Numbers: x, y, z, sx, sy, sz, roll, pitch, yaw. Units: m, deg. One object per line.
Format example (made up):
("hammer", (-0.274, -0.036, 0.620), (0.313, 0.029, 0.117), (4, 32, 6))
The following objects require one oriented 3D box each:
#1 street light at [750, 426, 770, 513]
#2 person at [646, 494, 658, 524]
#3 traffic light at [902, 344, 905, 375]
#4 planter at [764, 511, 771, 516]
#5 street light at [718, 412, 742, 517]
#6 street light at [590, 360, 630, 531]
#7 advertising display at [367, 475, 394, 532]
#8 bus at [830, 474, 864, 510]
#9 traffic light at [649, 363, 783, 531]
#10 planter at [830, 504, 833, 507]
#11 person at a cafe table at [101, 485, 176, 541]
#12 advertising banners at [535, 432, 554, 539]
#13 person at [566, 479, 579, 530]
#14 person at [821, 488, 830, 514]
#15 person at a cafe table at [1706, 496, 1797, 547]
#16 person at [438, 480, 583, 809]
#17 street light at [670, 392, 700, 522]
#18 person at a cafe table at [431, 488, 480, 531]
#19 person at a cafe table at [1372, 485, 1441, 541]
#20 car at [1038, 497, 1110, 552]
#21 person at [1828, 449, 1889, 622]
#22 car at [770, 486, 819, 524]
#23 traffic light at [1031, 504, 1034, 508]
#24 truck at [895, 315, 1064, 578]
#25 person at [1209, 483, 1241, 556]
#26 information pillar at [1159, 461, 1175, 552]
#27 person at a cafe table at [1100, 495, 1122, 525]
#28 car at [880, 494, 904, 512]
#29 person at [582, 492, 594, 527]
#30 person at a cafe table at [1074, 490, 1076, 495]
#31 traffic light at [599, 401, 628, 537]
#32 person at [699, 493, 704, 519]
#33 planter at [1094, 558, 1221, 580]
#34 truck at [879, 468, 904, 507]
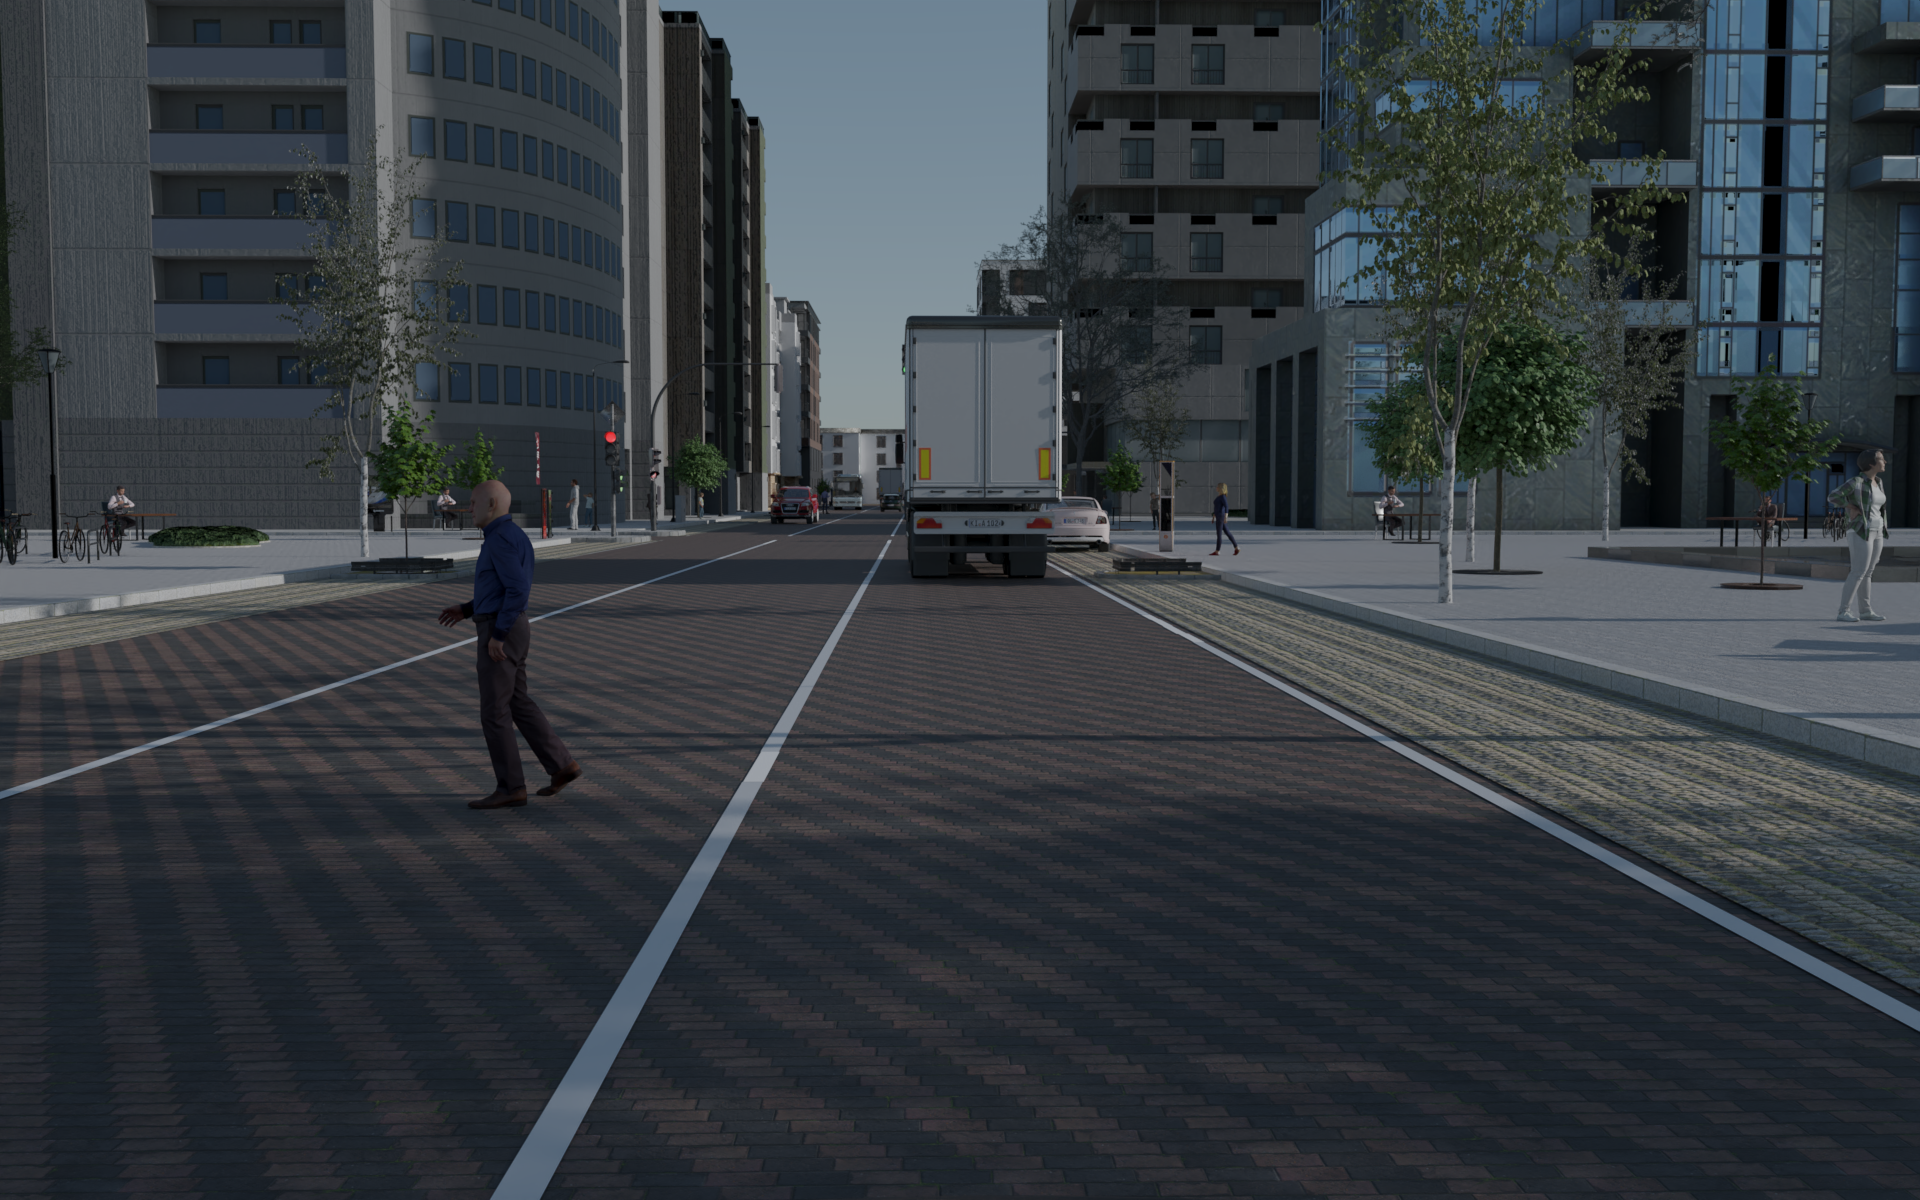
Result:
("street light", (-13.551, -8.870, 117.570), (1.470, 5.913, 1.316), (0, 4, -1))
("person", (-12.997, -3.964, 73.127), (0.482, 1.546, 0.388), (0, 4, 2))
("traffic light", (0.632, -4.742, 52.198), (4.771, 5.953, 1.251), (0, 4, -1))
("planter", (-11.645, -5.567, 112.159), (1.991, 0.319, 1.994), (0, 4, -1))
("street light", (-13.069, -7.697, 98.391), (1.470, 5.913, 1.316), (0, 4, -1))
("street light", (-12.125, -5.351, 60.034), (1.470, 5.913, 1.316), (0, 4, -1))
("advertising display", (-19.768, -3.284, 58.907), (0.974, 1.923, 0.123), (0, 4, 0))
("bus", (-10.122, -9.901, 156.744), (2.948, 3.499, 13.247), (0, 4, -3))
("traffic light", (-8.528, -5.226, 60.116), (4.771, 5.953, 1.251), (0, 4, -1))
("planter", (-13.626, -10.362, 190.556), (1.991, 0.319, 1.994), (0, 4, -1))
("person at a cafe table", (-23.086, -2.426, 48.178), (1.622, 1.524, 1.698), (1, 4, 16))
("advertising banners", (-11.891, -3.259, 49.476), (0.090, 3.025, 2.074), (0, 4, -1))
("person", (-13.756, -3.379, 61.432), (0.789, 1.805, 0.875), (-1, 4, -14))
("person", (-9.591, -7.087, 124.243), (0.709, 1.838, 0.599), (2, 4, 28))
("person at a cafe table", (18.854, -1.837, 40.893), (1.726, 1.238, 1.698), (-3, 5, -39))
("person", (-2.146, 0.194, 8.015), (0.600, 1.496, 0.574), (1, 4, 16))
("street light", (-12.589, -6.524, 79.213), (1.470, 5.913, 1.316), (0, 4, -1))
("person at a cafe table", (-17.958, -3.235, 61.406), (1.622, 1.524, 1.698), (1, 4, 21))
("person at a cafe table", (12.299, -2.448, 48.537), (1.698, 1.524, 1.622), (-2, 4, -31))
("car", (2.744, -1.931, 43.940), (2.083, 1.381, 4.827), (0, 4, 0))
("person", (9.141, -0.659, 17.535), (0.841, 1.734, 0.376), (-2, 4, -29))
("car", (-8.102, -4.675, 85.111), (2.281, 1.827, 5.304), (0, 3, 0))
("traffic light", (2.519, -4.370, 60.374), (0.839, 4.253, 0.868), (0, 4, -1))
("truck", (0.185, -2.687, 32.846), (2.839, 4.237, 11.283), (0, 4, -2))
("person", (5.519, -1.683, 36.104), (0.613, 1.512, 0.480), (-1, 4, -14))
("information pillar", (4.593, -2.078, 38.468), (0.304, 2.012, 0.304), (1, 4, 13))
("person at a cafe table", (5.886, -3.744, 72.072), (1.698, 1.238, 1.726), (-1, 4, -12))
("car", (-5.523, -7.966, 140.024), (2.009, 1.686, 4.222), (0, 4, 0))
("person", (-14.516, -3.524, 67.570), (0.340, 1.345, 0.435), (2, 4, 23))
("person at a cafe table", (5.975, -5.240, 94.191), (1.622, 1.524, 1.698), (0, 4, 7))
("traffic light", (-10.416, -3.861, 52.046), (0.839, 4.253, 0.868), (0, 4, -1))
("person", (-13.135, -4.783, 88.154), (0.340, 1.345, 0.435), (-1, 4, -13))
("planter", (3.324, -0.525, 29.731), (1.991, 0.319, 1.994), (0, 4, -1))
("truck", (-7.532, -12.230, 188.879), (2.839, 4.237, 11.283), (0, 4, -2))
